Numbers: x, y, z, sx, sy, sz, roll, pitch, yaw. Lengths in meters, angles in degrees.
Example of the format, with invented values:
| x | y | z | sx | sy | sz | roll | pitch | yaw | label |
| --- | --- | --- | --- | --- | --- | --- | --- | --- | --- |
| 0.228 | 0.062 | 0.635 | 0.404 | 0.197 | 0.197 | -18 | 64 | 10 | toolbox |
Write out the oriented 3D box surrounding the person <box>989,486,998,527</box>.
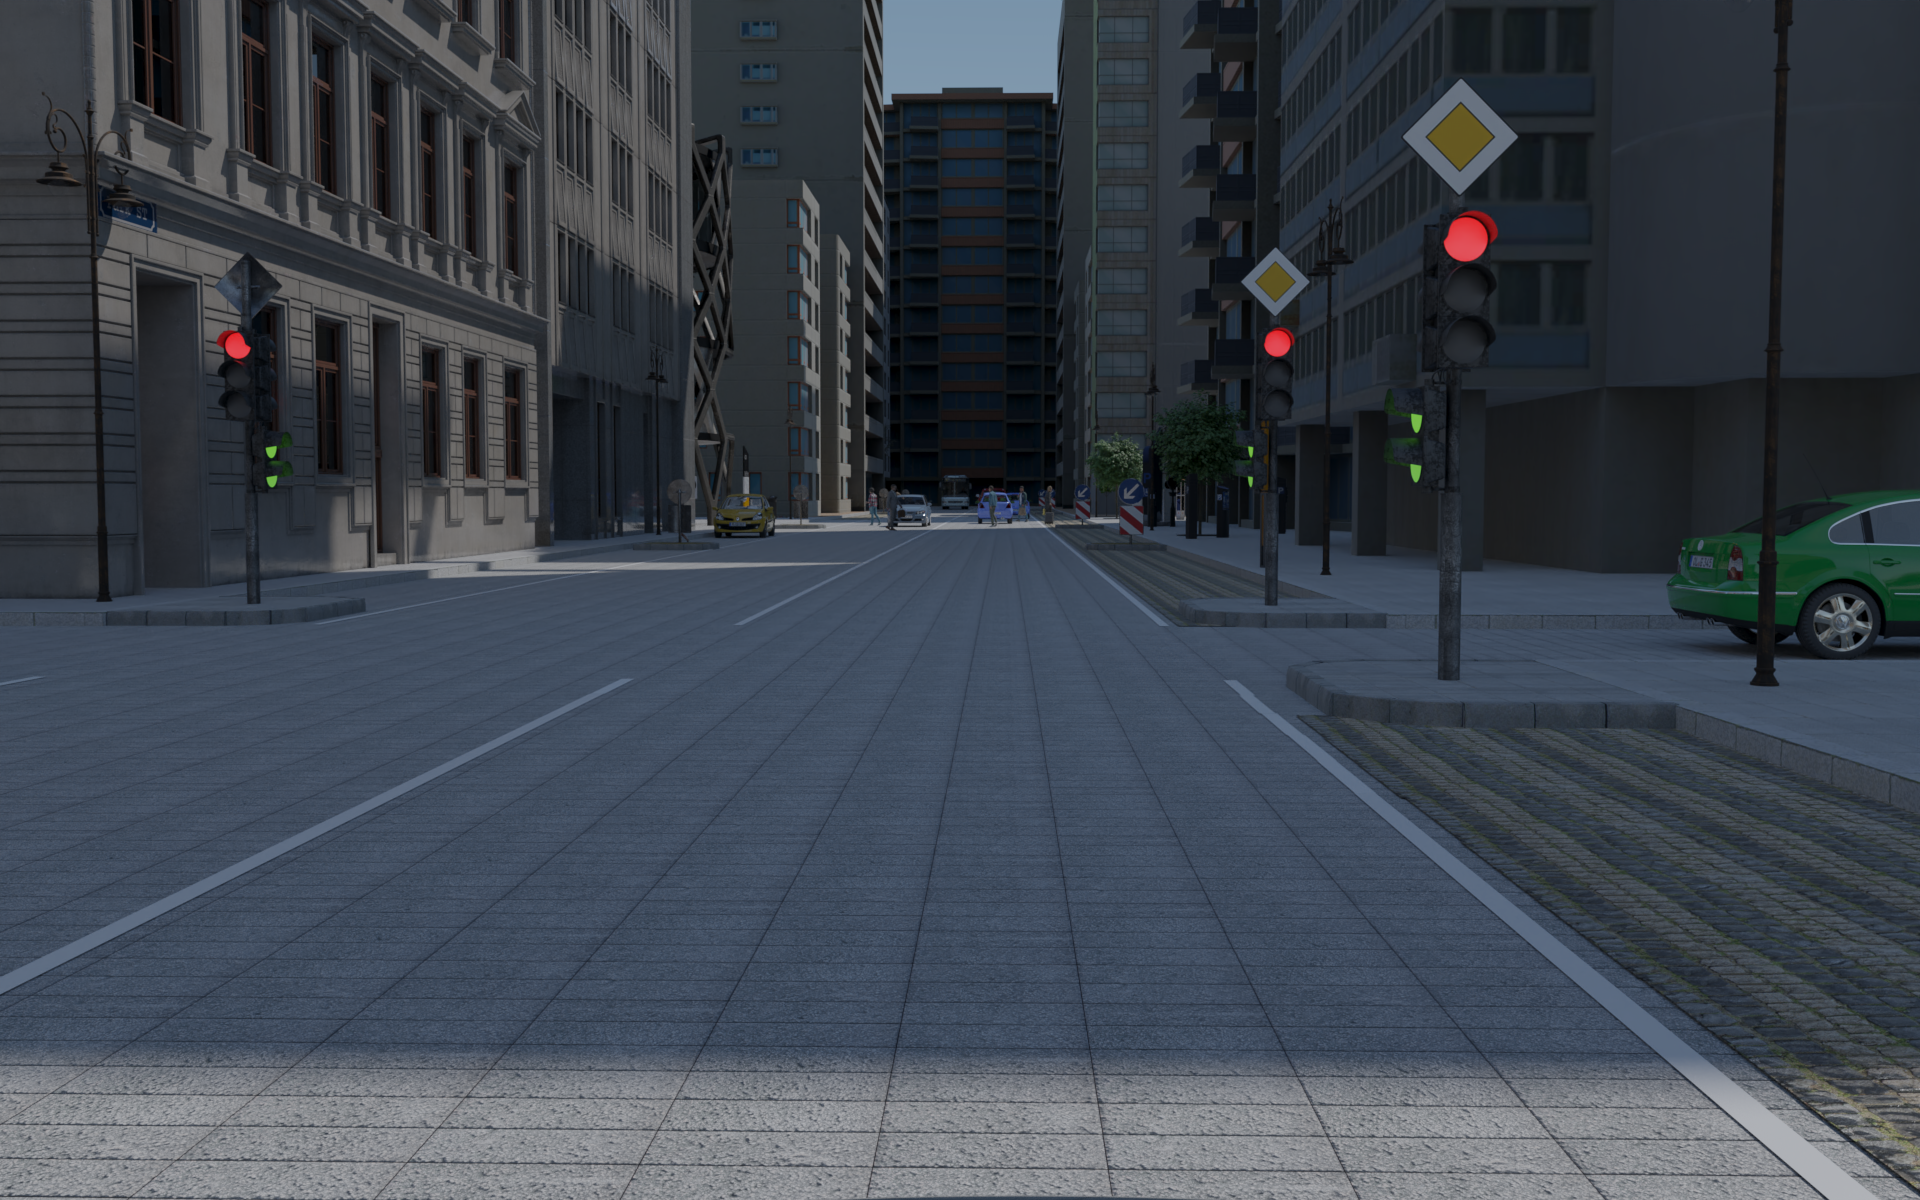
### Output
| x | y | z | sx | sy | sz | roll | pitch | yaw | label |
| --- | --- | --- | --- | --- | --- | --- | --- | --- | --- |
| 1.432 | -4.054 | 75.129 | 0.444 | 1.785 | 0.601 | 3 | 5 | 42 | person |

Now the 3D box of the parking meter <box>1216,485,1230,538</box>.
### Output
| x | y | z | sx | sy | sz | roll | pitch | yaw | label |
| --- | --- | --- | --- | --- | --- | --- | --- | --- | --- |
| 7.719 | -2.595 | 50.844 | 0.372 | 1.533 | 0.369 | 0 | 3 | 0 | parking meter |

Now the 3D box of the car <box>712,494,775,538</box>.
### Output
| x | y | z | sx | sy | sz | roll | pitch | yaw | label |
| --- | --- | --- | --- | --- | --- | --- | --- | --- | --- |
| -7.179 | -2.909 | 57.793 | 2.015 | 1.641 | 3.980 | 0 | 3 | 0 | car |

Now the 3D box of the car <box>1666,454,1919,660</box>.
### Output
| x | y | z | sx | sy | sz | roll | pitch | yaw | label |
| --- | --- | --- | --- | --- | --- | --- | --- | --- | --- |
| 8.959 | -0.420 | 15.657 | 4.718 | 1.807 | 1.959 | 0 | 4 | 2 | car |

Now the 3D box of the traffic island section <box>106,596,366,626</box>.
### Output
| x | y | z | sx | sy | sz | roll | pitch | yaw | label |
| --- | --- | --- | --- | --- | --- | --- | --- | --- | --- |
| -8.280 | 0.123 | 20.268 | 2.009 | 0.180 | 2.903 | 0 | 4 | 1 | traffic island section |

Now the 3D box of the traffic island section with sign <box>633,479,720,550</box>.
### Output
| x | y | z | sx | sy | sz | roll | pitch | yaw | label |
| --- | --- | --- | --- | --- | --- | --- | --- | --- | --- |
| -7.320 | -2.225 | 45.000 | 1.989 | 1.847 | 2.006 | 0 | 4 | 1 | traffic island section with sign |

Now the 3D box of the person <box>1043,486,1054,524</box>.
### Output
| x | y | z | sx | sy | sz | roll | pitch | yaw | label |
| --- | --- | --- | --- | --- | --- | --- | --- | --- | --- |
| 4.172 | -4.486 | 82.067 | 0.699 | 1.804 | 1.509 | 1 | 4 | 11 | person |

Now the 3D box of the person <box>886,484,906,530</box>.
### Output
| x | y | z | sx | sy | sz | roll | pitch | yaw | label |
| --- | --- | --- | --- | --- | --- | --- | --- | --- | --- |
| -2.617 | -3.652 | 68.330 | 0.853 | 1.813 | 0.709 | 2 | 4 | 26 | person |

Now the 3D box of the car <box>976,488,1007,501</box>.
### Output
| x | y | z | sx | sy | sz | roll | pitch | yaw | label |
| --- | --- | --- | --- | --- | --- | --- | --- | --- | --- |
| 2.161 | -6.273 | 111.233 | 2.281 | 1.827 | 5.304 | 0 | 4 | 0 | car |

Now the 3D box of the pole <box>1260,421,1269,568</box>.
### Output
| x | y | z | sx | sy | sz | roll | pitch | yaw | label |
| --- | --- | --- | --- | --- | --- | --- | --- | --- | --- |
| 5.325 | -2.215 | 30.055 | 0.158 | 3.312 | 0.155 | 0 | 3 | 0 | pole |

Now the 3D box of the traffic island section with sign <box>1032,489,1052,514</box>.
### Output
| x | y | z | sx | sy | sz | roll | pitch | yaw | label |
| --- | --- | --- | --- | --- | --- | --- | --- | --- | --- |
| 6.243 | -6.914 | 121.677 | 1.989 | 1.847 | 2.006 | 0 | 4 | 1 | traffic island section with sign |

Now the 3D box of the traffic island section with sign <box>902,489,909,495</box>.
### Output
| x | y | z | sx | sy | sz | roll | pitch | yaw | label |
| --- | --- | --- | --- | --- | --- | --- | --- | --- | --- |
| -4.631 | -8.581 | 148.931 | 1.989 | 1.847 | 2.006 | 0 | 4 | 1 | traffic island section with sign |

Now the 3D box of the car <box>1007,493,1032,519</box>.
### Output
| x | y | z | sx | sy | sz | roll | pitch | yaw | label |
| --- | --- | --- | --- | --- | --- | --- | --- | --- | --- |
| 3.229 | -5.600 | 101.150 | 1.945 | 1.707 | 3.694 | 0 | 4 | 3 | car |

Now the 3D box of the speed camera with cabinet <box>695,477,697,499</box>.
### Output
| x | y | z | sx | sy | sz | roll | pitch | yaw | label |
| --- | --- | --- | --- | --- | --- | --- | --- | --- | --- |
| -13.832 | -5.536 | 84.845 | 0.660 | 3.252 | 2.038 | 3 | 5 | 41 | speed camera with cabinet |

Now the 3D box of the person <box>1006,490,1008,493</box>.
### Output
| x | y | z | sx | sy | sz | roll | pitch | yaw | label |
| --- | --- | --- | --- | --- | --- | --- | --- | --- | --- |
| 4.028 | -8.548 | 148.284 | 1.348 | 1.821 | 0.705 | 2 | 4 | 34 | person |

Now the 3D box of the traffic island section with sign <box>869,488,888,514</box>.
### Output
| x | y | z | sx | sy | sz | roll | pitch | yaw | label |
| --- | --- | --- | --- | --- | --- | --- | --- | --- | --- |
| -5.319 | -6.933 | 121.985 | 1.989 | 1.847 | 2.006 | 0 | 4 | 1 | traffic island section with sign |

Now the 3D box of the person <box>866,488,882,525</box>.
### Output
| x | y | z | sx | sy | sz | roll | pitch | yaw | label |
| --- | --- | --- | --- | --- | --- | --- | --- | --- | --- |
| -3.949 | -4.267 | 79.101 | 0.643 | 1.720 | 0.563 | 2 | 4 | 29 | person |

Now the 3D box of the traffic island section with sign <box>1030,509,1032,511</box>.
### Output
| x | y | z | sx | sy | sz | roll | pitch | yaw | label |
| --- | --- | --- | --- | --- | --- | --- | --- | --- | --- |
| 6.949 | -8.562 | 148.623 | 1.989 | 1.847 | 2.006 | 0 | 4 | 1 | traffic island section with sign |

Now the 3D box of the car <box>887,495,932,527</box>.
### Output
| x | y | z | sx | sy | sz | roll | pitch | yaw | label |
| --- | --- | --- | --- | --- | --- | --- | --- | --- | --- |
| -2.237 | -3.987 | 77.187 | 2.014 | 1.417 | 4.499 | 0 | 4 | 2 | car |

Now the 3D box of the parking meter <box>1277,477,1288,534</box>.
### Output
| x | y | z | sx | sy | sz | roll | pitch | yaw | label |
| --- | --- | --- | --- | --- | --- | --- | --- | --- | --- |
| 10.347 | -3.063 | 55.795 | 0.399 | 1.863 | 0.255 | 1 | 4 | 13 | parking meter |

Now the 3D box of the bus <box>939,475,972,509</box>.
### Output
| x | y | z | sx | sy | sz | roll | pitch | yaw | label |
| --- | --- | --- | --- | --- | --- | --- | --- | --- | --- |
| -0.441 | -10.334 | 163.821 | 2.948 | 3.499 | 13.247 | 0 | 4 | 0 | bus |

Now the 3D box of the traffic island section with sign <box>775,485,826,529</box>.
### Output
| x | y | z | sx | sy | sz | roll | pitch | yaw | label |
| --- | --- | --- | --- | --- | --- | --- | --- | --- | --- |
| -6.609 | -3.884 | 72.139 | 1.989 | 1.847 | 2.006 | 0 | 4 | 1 | traffic island section with sign |

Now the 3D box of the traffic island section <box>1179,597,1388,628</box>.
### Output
| x | y | z | sx | sy | sz | roll | pitch | yaw | label |
| --- | --- | --- | --- | --- | --- | --- | --- | --- | --- |
| 3.607 | 0.142 | 19.957 | 2.009 | 0.180 | 2.903 | 0 | 4 | 1 | traffic island section |

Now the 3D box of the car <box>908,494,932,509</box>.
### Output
| x | y | z | sx | sy | sz | roll | pitch | yaw | label |
| --- | --- | --- | --- | --- | --- | --- | --- | --- | --- |
| -2.689 | -5.832 | 105.139 | 2.009 | 1.686 | 4.222 | 0 | 4 | 1 | car |

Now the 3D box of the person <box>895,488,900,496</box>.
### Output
| x | y | z | sx | sy | sz | roll | pitch | yaw | label |
| --- | --- | --- | --- | --- | --- | --- | --- | --- | --- |
| -4.428 | -6.828 | 120.151 | 1.348 | 1.823 | 0.705 | -1 | 4 | -12 | person |

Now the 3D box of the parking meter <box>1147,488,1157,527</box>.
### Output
| x | y | z | sx | sy | sz | roll | pitch | yaw | label |
| --- | --- | --- | --- | --- | --- | --- | --- | --- | --- |
| 7.508 | -3.620 | 67.594 | 0.372 | 1.533 | 0.369 | 0 | 3 | 0 | parking meter |

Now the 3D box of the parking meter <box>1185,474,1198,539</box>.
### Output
| x | y | z | sx | sy | sz | roll | pitch | yaw | label |
| --- | --- | --- | --- | --- | --- | --- | --- | --- | --- |
| 6.614 | -2.676 | 49.468 | 0.255 | 1.863 | 0.399 | -1 | 4 | -9 | parking meter |

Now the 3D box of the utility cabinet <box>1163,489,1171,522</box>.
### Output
| x | y | z | sx | sy | sz | roll | pitch | yaw | label |
| --- | --- | --- | --- | --- | --- | --- | --- | --- | --- |
| 8.515 | -3.815 | 71.061 | 0.318 | 1.500 | 1.173 | 0 | 4 | 5 | utility cabinet |

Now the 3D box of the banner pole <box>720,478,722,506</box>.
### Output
| x | y | z | sx | sy | sz | roll | pitch | yaw | label |
| --- | --- | --- | --- | --- | --- | --- | --- | --- | --- |
| -12.377 | -6.098 | 89.723 | 0.401 | 3.779 | 0.863 | -1 | 4 | -10 | banner pole |

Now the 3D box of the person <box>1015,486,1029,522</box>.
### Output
| x | y | z | sx | sy | sz | roll | pitch | yaw | label |
| --- | --- | --- | --- | --- | --- | --- | --- | --- | --- |
| 3.154 | -4.827 | 87.413 | 0.713 | 1.824 | 0.794 | -1 | 4 | -21 | person |

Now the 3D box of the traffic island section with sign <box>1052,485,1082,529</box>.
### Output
| x | y | z | sx | sy | sz | roll | pitch | yaw | label |
| --- | --- | --- | --- | --- | --- | --- | --- | --- | --- |
| 4.960 | -3.878 | 72.032 | 1.989 | 1.847 | 2.006 | 0 | 4 | 1 | traffic island section with sign |

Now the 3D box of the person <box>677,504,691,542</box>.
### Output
| x | y | z | sx | sy | sz | roll | pitch | yaw | label |
| --- | --- | --- | --- | --- | --- | --- | --- | --- | --- |
| -7.563 | -2.041 | 46.886 | 0.505 | 1.210 | 0.382 | -3 | 5 | -45 | person |

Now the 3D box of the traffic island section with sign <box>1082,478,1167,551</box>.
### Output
| x | y | z | sx | sy | sz | roll | pitch | yaw | label |
| --- | --- | --- | --- | --- | --- | --- | --- | --- | --- |
| 4.241 | -2.197 | 44.547 | 1.989 | 1.847 | 2.006 | 0 | 4 | 1 | traffic island section with sign |

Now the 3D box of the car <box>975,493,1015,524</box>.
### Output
| x | y | z | sx | sy | sz | roll | pitch | yaw | label |
| --- | --- | --- | --- | --- | --- | --- | --- | --- | --- |
| 1.702 | -4.580 | 84.467 | 1.945 | 1.707 | 3.694 | 0 | 4 | 0 | car |
